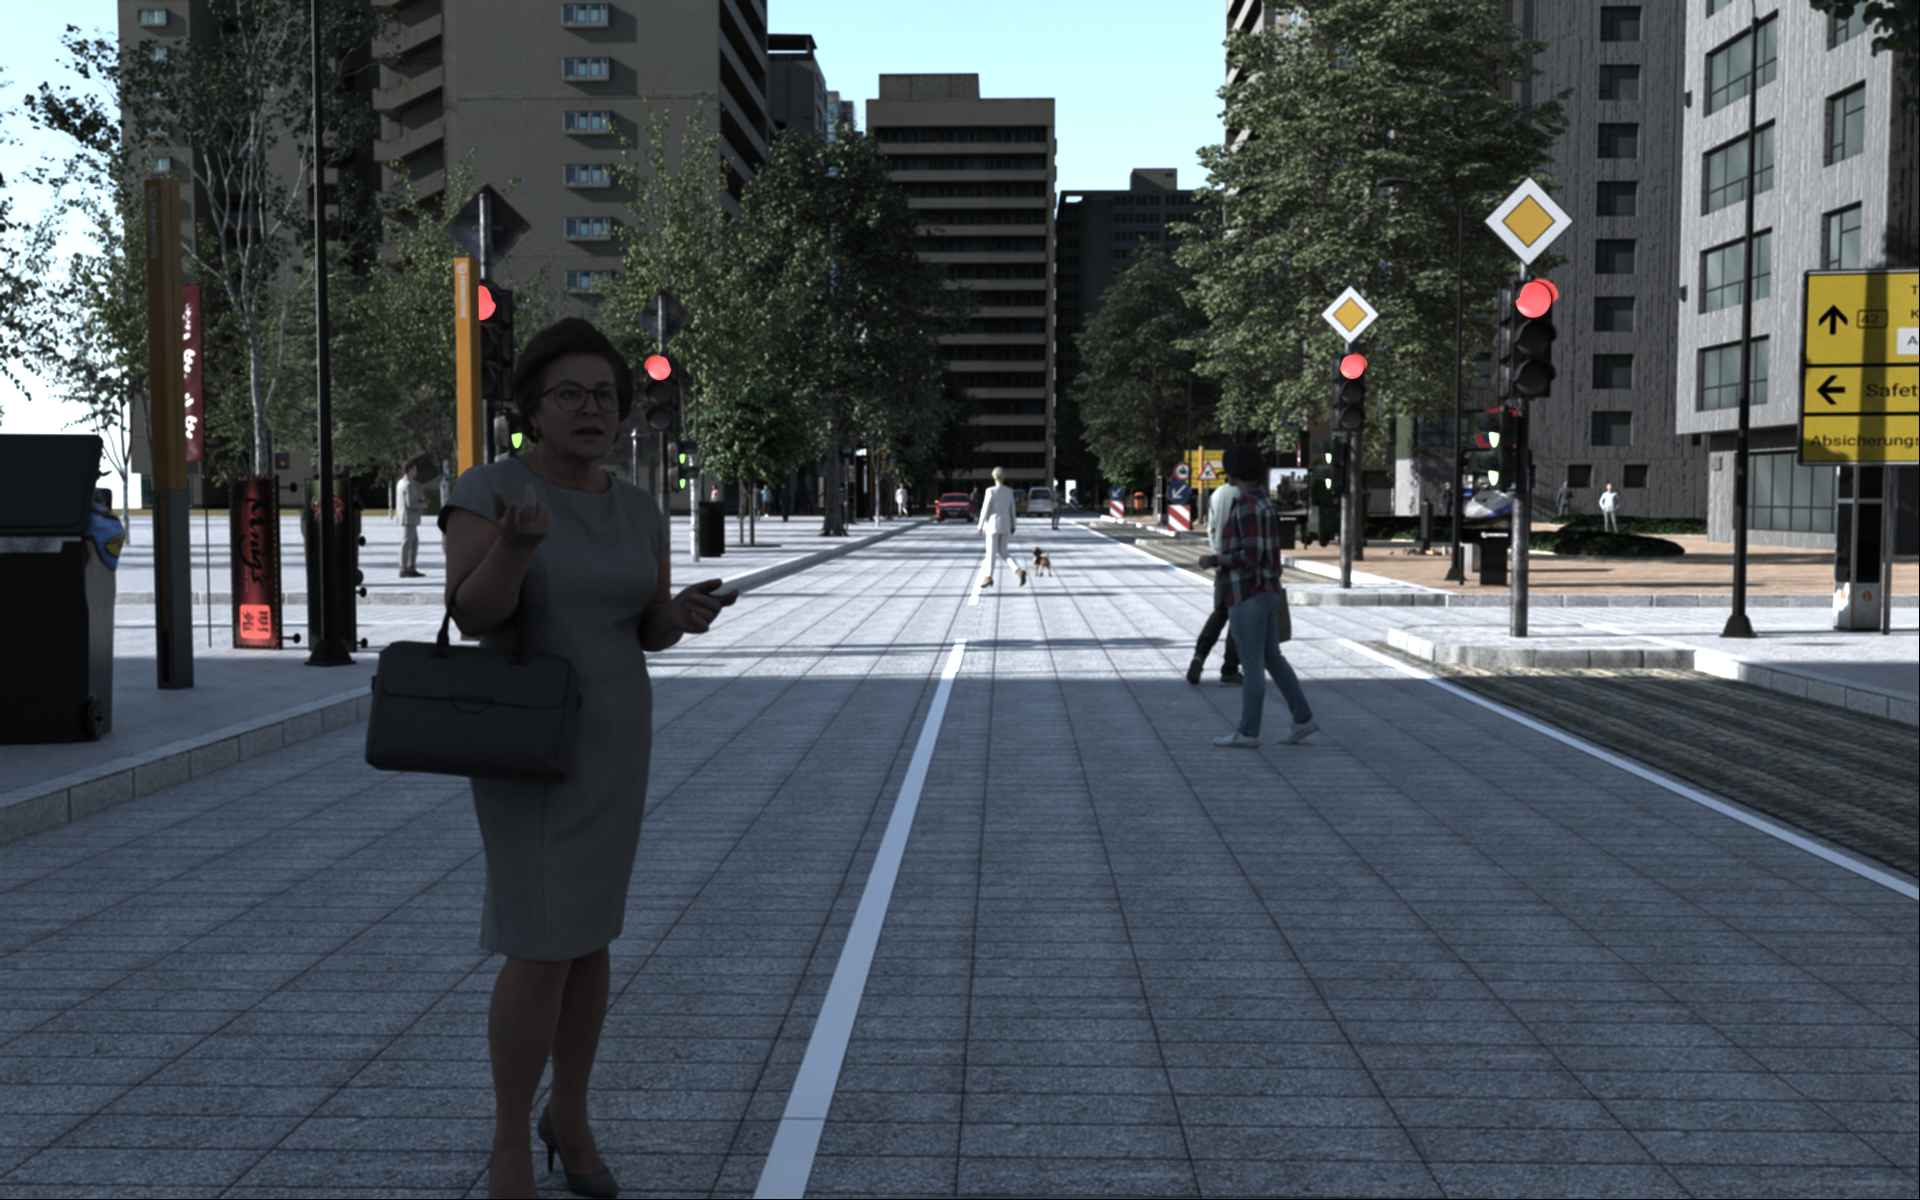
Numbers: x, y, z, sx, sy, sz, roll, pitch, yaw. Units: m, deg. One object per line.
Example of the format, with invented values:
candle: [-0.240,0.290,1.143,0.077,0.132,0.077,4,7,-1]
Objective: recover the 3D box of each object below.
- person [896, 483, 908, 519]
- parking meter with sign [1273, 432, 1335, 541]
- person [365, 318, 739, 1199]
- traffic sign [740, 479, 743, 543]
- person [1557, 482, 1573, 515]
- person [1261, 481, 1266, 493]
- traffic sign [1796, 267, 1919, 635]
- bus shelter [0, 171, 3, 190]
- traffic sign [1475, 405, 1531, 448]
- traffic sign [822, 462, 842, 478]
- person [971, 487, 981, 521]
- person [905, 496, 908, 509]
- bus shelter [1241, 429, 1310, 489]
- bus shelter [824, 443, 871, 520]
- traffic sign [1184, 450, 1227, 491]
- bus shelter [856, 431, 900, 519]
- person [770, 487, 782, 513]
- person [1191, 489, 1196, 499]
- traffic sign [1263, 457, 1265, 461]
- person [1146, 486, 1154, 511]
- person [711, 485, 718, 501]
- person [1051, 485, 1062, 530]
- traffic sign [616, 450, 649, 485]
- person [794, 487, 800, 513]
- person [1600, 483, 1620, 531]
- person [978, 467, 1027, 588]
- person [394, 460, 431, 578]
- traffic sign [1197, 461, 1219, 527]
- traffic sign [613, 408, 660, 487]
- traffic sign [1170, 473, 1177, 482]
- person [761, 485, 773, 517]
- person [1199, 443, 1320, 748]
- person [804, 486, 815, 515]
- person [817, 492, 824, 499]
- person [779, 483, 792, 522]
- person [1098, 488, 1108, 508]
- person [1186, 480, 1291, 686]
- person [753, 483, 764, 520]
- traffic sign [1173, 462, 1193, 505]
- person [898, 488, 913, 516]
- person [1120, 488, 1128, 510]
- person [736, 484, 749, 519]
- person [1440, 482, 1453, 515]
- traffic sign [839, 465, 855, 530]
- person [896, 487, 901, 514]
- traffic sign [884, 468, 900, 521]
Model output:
person: [-2.989,-5.153,90.178,0.514,1.842,0.818,-2,4,-33]
parking meter with sign: [9.571,-3.169,48.080,1.738,3.016,0.543,3,4,39]
person: [-0.805,0.333,3.408,0.716,1.782,0.532,-3,5,-44]
traffic sign: [-5.680,-2.745,44.986,0.768,2.556,0.104,0,4,4]
person: [25.266,-4.046,72.376,0.661,1.801,0.590,1,4,10]
person: [10.167,-3.118,57.769,0.760,1.731,0.466,2,4,31]
traffic sign: [8.754,-1.330,15.612,2.265,3.308,0.079,1,4,11]
bus shelter: [-7.218,-1.771,6.592,2.179,5.291,8.768,0,4,1]
traffic sign: [7.735,-1.509,24.771,0.768,2.556,0.104,1,4,9]
traffic sign: [-4.668,-3.882,63.583,0.768,2.556,0.104,0,4,2]
person: [0.835,-5.116,92.243,0.767,1.812,0.694,3,4,37]
person: [-4.811,-8.641,147.877,0.990,1.755,0.434,-2,4,-30]
bus shelter: [11.360,-4.371,62.756,1.731,3.624,6.357,0,4,2]
bus shelter: [-5.397,-5.637,83.454,1.731,3.624,6.357,0,4,2]
traffic sign: [11.445,-5.256,79.802,2.265,3.308,0.079,0,4,7]
bus shelter: [-4.597,-7.131,94.220,2.179,5.291,8.768,0,4,2]
person: [-12.041,-6.621,114.982,1.217,1.739,0.721,-3,4,-38]
person: [16.611,-7.259,124.726,0.705,1.824,1.348,-2,4,-28]
traffic sign: [8.380,-3.044,49.872,0.768,2.556,0.104,0,4,8]
person: [14.366,-7.664,130.982,0.705,1.869,1.348,-1,4,-17]
person: [-14.069,-5.690,99.087,0.555,1.821,0.388,2,4,30]
person: [3.864,-3.660,68.623,0.520,1.790,0.573,2,4,25]
traffic sign: [-7.331,-2.362,38.718,0.768,2.556,0.104,1,4,9]
person: [-10.909,-6.684,116.136,0.445,1.727,0.742,-1,4,-15]
person: [18.932,-2.605,50.442,0.589,1.601,0.330,2,4,31]
person: [0.639,-1.101,26.382,0.818,1.842,0.514,2,4,33]
person: [-8.410,-1.252,26.715,0.583,1.804,0.606,-3,4,-36]
traffic sign: [9.622,-4.111,67.220,0.884,2.594,0.081,1,4,11]
traffic sign: [-4.788,-1.563,25.660,0.768,2.556,0.104,0,4,3]
traffic sign: [12.371,-6.031,98.720,0.768,2.556,0.104,0,4,5]
person: [-11.001,-5.649,98.420,0.660,1.820,0.620,-2,4,-26]
person: [1.694,-0.029,9.808,0.643,1.720,0.563,1,4,22]
person: [-9.277,-6.142,106.907,0.568,1.767,0.683,3,5,42]
person: [-8.782,-6.618,114.264,1.348,1.823,0.705,-2,4,-27]
person: [-8.011,-4.475,79.623,0.534,1.772,0.576,2,4,31]
person: [12.935,-9.310,157.885,1.348,1.869,0.705,-2,4,-34]
person: [2.086,-0.234,12.812,0.515,1.767,0.782,-2,4,-35]
person: [-9.889,-4.782,84.331,0.694,1.812,0.767,0,4,-2]
traffic sign: [8.800,-4.175,68.373,0.768,2.556,0.104,0,4,5]
person: [-3.365,-5.761,100.245,1.348,1.823,0.705,1,4,13]
person: [13.015,-8.086,138.799,0.990,1.755,0.434,0,4,0]
person: [-11.189,-5.060,89.116,0.599,1.781,0.374,2,4,24]
person: [20.169,-3.997,71.820,0.534,1.772,0.576,2,4,32]
traffic sign: [-4.002,-3.618,61.279,0.606,2.300,0.079,1,4,9]
person: [-3.936,-6.336,110.429,1.217,1.735,0.721,-3,5,-43]
traffic sign: [-3.277,-5.115,83.732,0.768,2.556,0.104,0,4,5]
